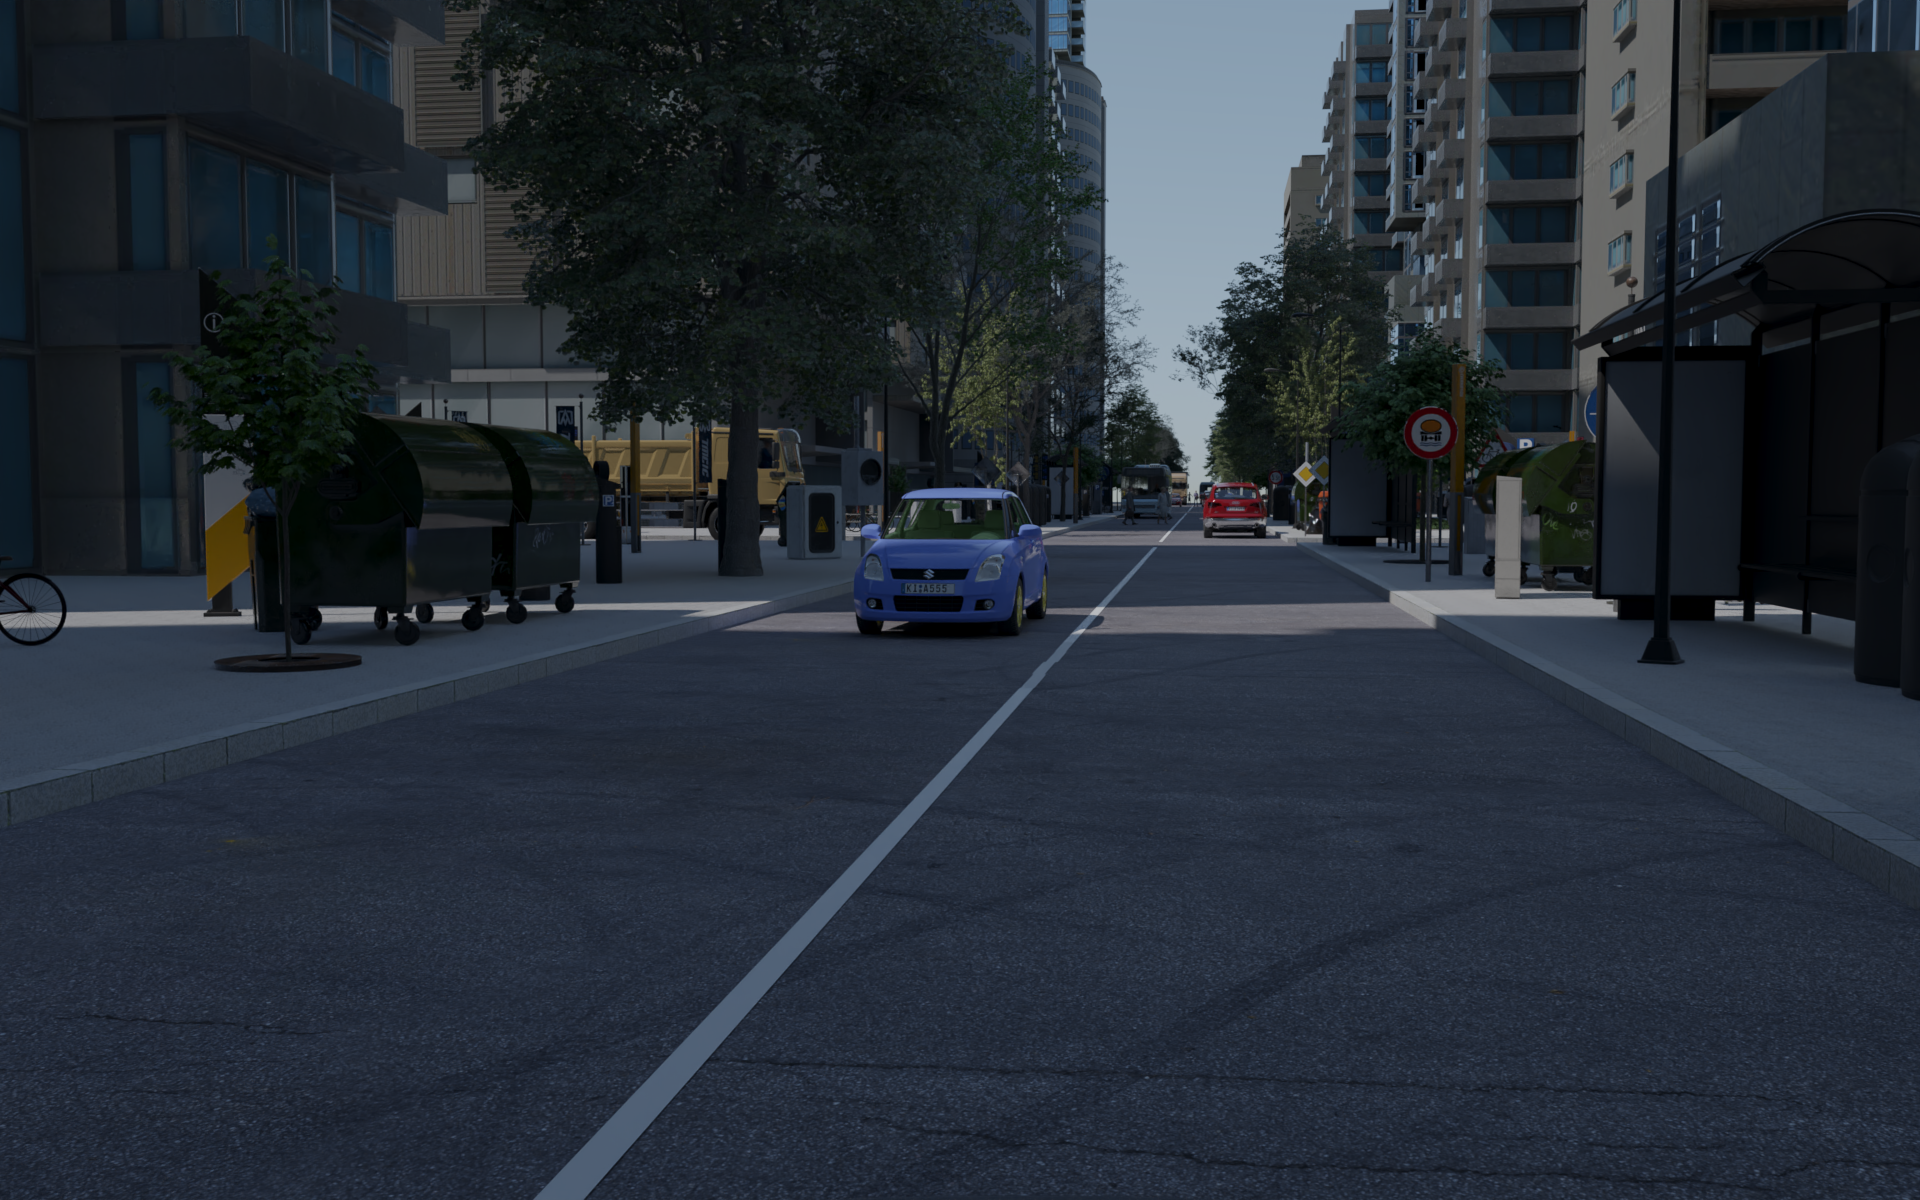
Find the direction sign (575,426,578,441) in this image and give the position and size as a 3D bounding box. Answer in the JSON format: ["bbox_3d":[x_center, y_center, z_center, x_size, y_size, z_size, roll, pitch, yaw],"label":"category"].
[{"bbox_3d":[-12.996,-4.010,57.557,0.379,3.537,0.876,2,4,31],"label":"direction sign"}]

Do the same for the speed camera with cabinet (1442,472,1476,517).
[{"bbox_3d":[27.397,-6.168,95.185,2.038,3.252,0.660,2,4,25],"label":"speed camera with cabinet"}]

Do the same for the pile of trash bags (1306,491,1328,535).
[{"bbox_3d":[11.830,-2.758,54.846,1.912,1.369,3.447,1,4,21],"label":"pile of trash bags"}]

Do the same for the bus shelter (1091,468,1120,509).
[{"bbox_3d":[10.256,-7.933,123.626,2.014,3.302,5.546,0,4,8],"label":"bus shelter"}]

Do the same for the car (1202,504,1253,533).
[{"bbox_3d":[10.206,-3.292,65.822,2.014,1.417,4.499,0,4,6],"label":"car"}]

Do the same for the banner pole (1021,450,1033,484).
[{"bbox_3d":[3.809,-6.586,97.699,0.863,3.779,0.401,-2,4,-30],"label":"banner pole"}]

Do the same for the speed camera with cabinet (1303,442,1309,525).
[{"bbox_3d":[13.732,-4.365,65.697,0.660,3.252,2.038,-2,4,-27],"label":"speed camera with cabinet"}]

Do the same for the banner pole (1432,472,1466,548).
[{"bbox_3d":[11.777,-3.154,41.586,0.863,3.779,0.401,0,4,-6],"label":"banner pole"}]

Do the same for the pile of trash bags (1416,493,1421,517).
[{"bbox_3d":[21.311,-4.475,82.920,1.912,1.369,3.447,-1,4,-10],"label":"pile of trash bags"}]

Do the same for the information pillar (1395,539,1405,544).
[{"bbox_3d":[11.493,-2.477,44.991,0.304,2.012,0.304,0,4,6],"label":"information pillar"}]

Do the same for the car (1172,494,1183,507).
[{"bbox_3d":[23.561,-11.130,191.020,2.155,1.783,4.494,0,4,7],"label":"car"}]

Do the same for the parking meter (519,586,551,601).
[{"bbox_3d":[-5.145,-0.764,20.910,0.372,1.533,0.369,0,3,0],"label":"parking meter"}]

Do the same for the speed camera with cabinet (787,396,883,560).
[{"bbox_3d":[-2.476,-2.456,34.493,2.038,3.252,0.660,-3,5,-42],"label":"speed camera with cabinet"}]

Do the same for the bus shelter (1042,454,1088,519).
[{"bbox_3d":[5.478,-5.869,89.883,2.014,3.302,5.546,0,4,8],"label":"bus shelter"}]

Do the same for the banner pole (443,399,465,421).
[{"bbox_3d":[-13.345,-3.409,45.762,0.401,3.779,0.863,3,5,44],"label":"banner pole"}]

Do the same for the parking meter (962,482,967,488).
[{"bbox_3d":[0.218,-4.926,86.255,0.255,1.863,0.399,0,4,1],"label":"parking meter"}]

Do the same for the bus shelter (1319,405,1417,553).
[{"bbox_3d":[9.463,-2.814,39.939,2.014,3.302,5.546,1,4,8],"label":"bus shelter"}]

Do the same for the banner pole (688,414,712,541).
[{"bbox_3d":[-7.101,-3.514,47.479,0.863,3.779,0.401,2,4,32],"label":"banner pole"}]

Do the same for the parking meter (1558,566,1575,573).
[{"bbox_3d":[9.898,-1.212,28.220,0.372,1.533,0.369,0,3,0],"label":"parking meter"}]

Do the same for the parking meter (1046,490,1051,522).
[{"bbox_3d":[3.930,-4.294,78.625,0.372,1.533,0.369,0,3,0],"label":"parking meter"}]

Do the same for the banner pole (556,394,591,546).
[{"bbox_3d":[-9.660,-3.253,43.197,0.863,3.779,0.401,0,4,-3],"label":"banner pole"}]

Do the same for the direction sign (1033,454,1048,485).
[{"bbox_3d":[4.559,-6.513,98.489,0.876,3.537,0.379,0,4,7],"label":"direction sign"}]

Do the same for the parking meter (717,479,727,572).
[{"bbox_3d":[-3.790,-1.225,28.441,0.372,1.533,0.369,0,3,0],"label":"parking meter"}]

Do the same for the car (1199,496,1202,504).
[{"bbox_3d":[34.337,-14.202,241.238,2.155,1.783,4.494,0,4,6],"label":"car"}]

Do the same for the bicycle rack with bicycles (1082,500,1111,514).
[{"bbox_3d":[8.603,-6.188,114.549,2.925,0.926,2.852,-1,4,-19],"label":"bicycle rack with bicycles"}]

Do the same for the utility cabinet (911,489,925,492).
[{"bbox_3d":[-1.683,-4.380,80.296,1.173,1.500,0.318,0,4,7],"label":"utility cabinet"}]

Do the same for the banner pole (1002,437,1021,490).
[{"bbox_3d":[2.107,-5.225,75.438,0.401,3.779,0.863,3,4,38],"label":"banner pole"}]

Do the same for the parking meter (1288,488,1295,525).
[{"bbox_3d":[13.925,-3.915,72.420,0.372,1.533,0.369,0,3,0],"label":"parking meter"}]

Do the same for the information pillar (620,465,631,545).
[{"bbox_3d":[-8.458,-2.427,44.167,0.304,2.012,0.304,-3,5,-42],"label":"information pillar"}]

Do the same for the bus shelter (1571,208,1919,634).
[{"bbox_3d":[6.898,-1.292,15.042,2.014,3.302,5.546,1,4,8],"label":"bus shelter"}]

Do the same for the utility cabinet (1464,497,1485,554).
[{"bbox_3d":[11.349,-1.587,37.108,1.020,1.237,0.306,0,4,0],"label":"utility cabinet"}]

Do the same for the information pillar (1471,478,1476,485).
[{"bbox_3d":[23.462,-4.561,79.057,0.304,2.012,0.304,1,4,14],"label":"information pillar"}]

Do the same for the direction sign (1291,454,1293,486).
[{"bbox_3d":[17.524,-6.084,91.464,0.379,3.537,0.876,1,4,13],"label":"direction sign"}]

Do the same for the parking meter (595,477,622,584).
[{"bbox_3d":[-5.045,-1.006,24.862,0.372,1.533,0.369,0,3,0],"label":"parking meter"}]

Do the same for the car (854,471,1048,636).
[{"bbox_3d":[-0.034,-0.560,18.754,1.945,1.707,3.694,1,4,9],"label":"car"}]

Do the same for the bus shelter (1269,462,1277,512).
[{"bbox_3d":[19.029,-6.531,100.707,2.014,3.302,5.546,0,4,8],"label":"bus shelter"}]

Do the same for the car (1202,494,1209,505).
[{"bbox_3d":[27.142,-10.907,187.363,2.155,1.783,4.494,0,4,7],"label":"car"}]

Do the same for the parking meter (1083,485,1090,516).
[{"bbox_3d":[7.332,-5.797,100.489,0.399,1.863,0.255,2,4,29],"label":"parking meter"}]

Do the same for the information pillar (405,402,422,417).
[{"bbox_3d":[-13.846,-3.214,43.895,0.504,3.616,0.183,-2,4,-35],"label":"information pillar"}]

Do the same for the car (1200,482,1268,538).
[{"bbox_3d":[9.132,-2.999,57.709,2.281,1.827,5.304,0,4,8],"label":"car"}]

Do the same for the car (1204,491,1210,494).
[{"bbox_3d":[28.571,-11.530,197.181,2.281,1.827,5.304,1,4,8],"label":"car"}]

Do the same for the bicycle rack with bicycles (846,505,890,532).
[{"bbox_3d":[-3.539,-2.771,58.685,2.925,0.926,2.852,1,4,22],"label":"bicycle rack with bicycles"}]

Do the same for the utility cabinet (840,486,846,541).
[{"bbox_3d":[-3.710,-2.349,47.085,1.173,1.500,0.318,-1,4,-9],"label":"utility cabinet"}]

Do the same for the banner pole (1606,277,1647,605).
[{"bbox_3d":[7.710,-1.823,19.818,0.401,3.779,0.863,0,4,6],"label":"banner pole"}]

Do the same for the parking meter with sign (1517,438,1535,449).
[{"bbox_3d":[18.198,-3.578,54.753,0.543,3.016,1.738,3,5,40],"label":"parking meter with sign"}]

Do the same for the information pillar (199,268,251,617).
[{"bbox_3d":[-7.658,-1.635,18.084,0.504,3.616,0.183,-1,4,-10],"label":"information pillar"}]

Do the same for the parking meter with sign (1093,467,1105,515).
[{"bbox_3d":[8.678,-6.899,109.058,0.543,3.016,1.738,1,4,15],"label":"parking meter with sign"}]

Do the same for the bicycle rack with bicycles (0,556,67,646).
[{"bbox_3d":[-9.080,-0.016,13.638,2.925,0.926,2.852,0,4,4],"label":"bicycle rack with bicycles"}]

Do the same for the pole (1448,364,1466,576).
[{"bbox_3d":[7.822,-2.043,27.240,0.158,3.312,0.155,0,3,0],"label":"pole"}]

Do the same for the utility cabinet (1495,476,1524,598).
[{"bbox_3d":[6.869,-0.793,21.644,0.318,1.500,1.173,1,4,18],"label":"utility cabinet"}]
